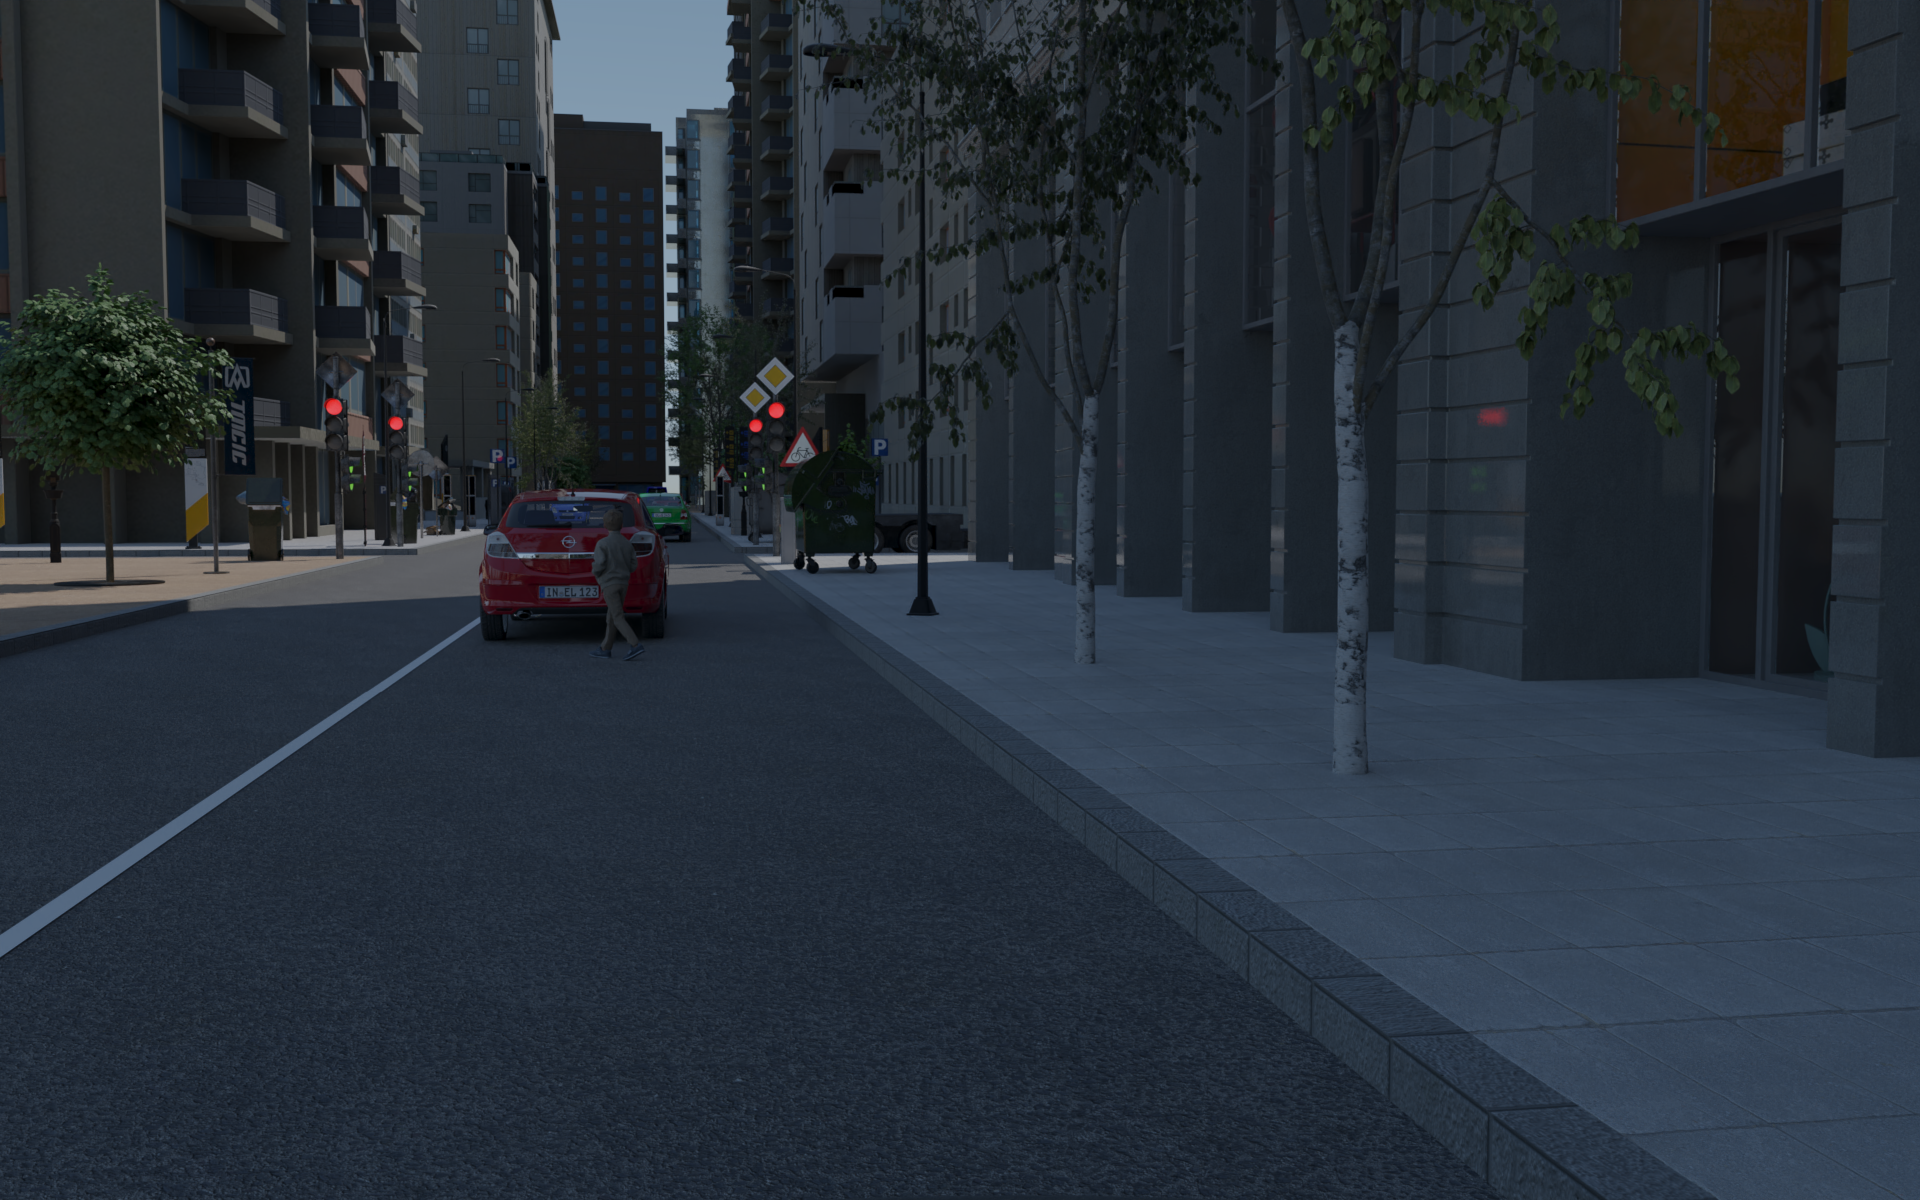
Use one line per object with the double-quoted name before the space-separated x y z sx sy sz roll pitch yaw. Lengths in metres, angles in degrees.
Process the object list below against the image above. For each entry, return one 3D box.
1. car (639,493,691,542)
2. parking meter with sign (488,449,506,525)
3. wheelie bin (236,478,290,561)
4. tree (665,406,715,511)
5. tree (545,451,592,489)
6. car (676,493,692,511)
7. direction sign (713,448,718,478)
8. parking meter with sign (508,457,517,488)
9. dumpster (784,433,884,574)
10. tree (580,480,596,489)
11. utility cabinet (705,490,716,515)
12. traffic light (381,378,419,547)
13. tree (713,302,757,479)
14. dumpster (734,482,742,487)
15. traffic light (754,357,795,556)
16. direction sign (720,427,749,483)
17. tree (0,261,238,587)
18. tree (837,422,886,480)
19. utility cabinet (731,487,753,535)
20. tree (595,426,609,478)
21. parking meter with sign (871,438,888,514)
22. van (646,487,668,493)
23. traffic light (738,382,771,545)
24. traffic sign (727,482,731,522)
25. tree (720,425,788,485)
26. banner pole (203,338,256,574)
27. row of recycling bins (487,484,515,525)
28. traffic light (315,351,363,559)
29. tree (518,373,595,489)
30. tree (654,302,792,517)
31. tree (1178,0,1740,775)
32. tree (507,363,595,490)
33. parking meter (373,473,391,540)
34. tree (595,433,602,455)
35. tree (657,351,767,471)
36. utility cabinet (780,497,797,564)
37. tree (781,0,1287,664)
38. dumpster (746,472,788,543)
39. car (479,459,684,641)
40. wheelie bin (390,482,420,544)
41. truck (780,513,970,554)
"car" -9.174 -2.696 52.879 1.959 1.807 4.718 -1 4 -11
"parking meter with sign" -18.157 -4.368 67.672 0.543 3.016 1.738 -1 4 -21
"wheelie bin" -13.432 -1.561 33.427 0.980 1.594 0.693 -1 4 -17
"tree" -20.042 -11.098 131.813 4.737 8.622 4.395 0 3 0
"tree" -28.282 -8.632 124.846 4.285 4.588 4.351 0 3 0
"car" -14.558 -4.762 86.893 2.155 1.783 4.494 0 4 -8
"direction sign" -11.953 -5.756 86.111 0.379 3.537 0.876 2 4 34
"parking meter with sign" -20.848 -5.108 79.769 0.543 3.016 1.738 0 4 -3
"dumpster" -2.092 -1.594 28.556 1.502 2.255 1.985 -1 4 -10
"tree" -39.760 -11.710 186.064 1.663 3.219 1.824 0 3 0
"utility cabinet" -14.887 -5.783 103.227 0.318 1.500 1.173 1 4 13
"traffic light" -13.584 -3.245 41.983 0.839 4.253 0.868 -1 4 -10
"tree" -7.202 -6.913 63.390 4.360 8.622 3.978 0 3 0
"dumpster" -6.738 -3.102 56.472 1.264 1.857 1.865 -1 4 -10
"traffic light" -3.802 -2.853 35.566 0.839 4.253 0.868 -1 4 -10
"direction sign" -7.530 -4.072 58.571 0.876 3.537 0.379 -2 4 -31
"tree" -12.202 -2.501 24.599 4.285 4.588 4.351 0 3 0
"tree" -3.069 -3.197 46.865 1.663 3.219 1.824 0 3 0
"utility cabinet" -6.578 -2.784 54.193 1.173 1.500 0.318 -2 4 -31
"tree" -37.308 -13.645 173.459 4.360 8.622 3.978 0 3 0
"parking meter with sign" -2.827 -3.599 55.111 0.543 3.016 1.738 -1 4 -22
"van" -25.722 -8.718 146.931 2.240 2.365 5.245 -1 4 -11
"traffic light" -5.148 -3.334 43.437 0.839 4.253 0.868 -1 4 -10
"traffic sign" -10.700 -4.923 80.604 0.768 2.556 0.104 0 4 -8
"tree" -9.167 -5.707 77.017 4.285 4.588 4.351 0 3 0
"banner pole" -11.794 -2.320 27.941 0.863 3.779 0.401 -2 4 -29
"row of recycling bins" -19.244 -4.004 72.574 1.069 1.692 3.534 -1 4 -10
"traffic light" -12.238 -2.764 34.112 0.839 4.253 0.868 -1 4 -10
"tree" -24.718 -9.436 104.642 4.360 8.622 3.978 0 3 0
"tree" -13.064 -10.376 95.401 9.928 11.665 9.643 0 3 0
"tree" 1.831 -3.494 7.493 4.737 8.622 4.395 0 3 0
"tree" -23.675 -9.045 98.250 4.737 8.622 4.395 0 3 0
"parking meter" -16.034 -2.591 48.067 0.399 1.863 0.255 -3 5 -43
"tree" -30.556 -11.380 136.430 4.737 8.622 4.395 0 3 0
"tree" -15.550 -10.736 109.939 7.601 10.594 8.767 0 4 4
"utility cabinet" -3.163 -1.281 32.101 0.306 1.237 1.020 0 4 -5
"tree" 0.862 -3.838 13.112 4.360 8.622 3.978 0 3 0
"dumpster" -5.012 -2.465 46.063 1.264 1.857 1.865 -1 4 -10
"car" -4.043 -0.580 18.528 2.155 1.783 4.494 -1 4 -9
"wheelie bin" -14.396 -2.260 44.852 0.693 1.594 0.980 -3 4 -37
"truck" 5.217 -3.105 40.529 18.799 4.110 2.967 -1 4 -9
